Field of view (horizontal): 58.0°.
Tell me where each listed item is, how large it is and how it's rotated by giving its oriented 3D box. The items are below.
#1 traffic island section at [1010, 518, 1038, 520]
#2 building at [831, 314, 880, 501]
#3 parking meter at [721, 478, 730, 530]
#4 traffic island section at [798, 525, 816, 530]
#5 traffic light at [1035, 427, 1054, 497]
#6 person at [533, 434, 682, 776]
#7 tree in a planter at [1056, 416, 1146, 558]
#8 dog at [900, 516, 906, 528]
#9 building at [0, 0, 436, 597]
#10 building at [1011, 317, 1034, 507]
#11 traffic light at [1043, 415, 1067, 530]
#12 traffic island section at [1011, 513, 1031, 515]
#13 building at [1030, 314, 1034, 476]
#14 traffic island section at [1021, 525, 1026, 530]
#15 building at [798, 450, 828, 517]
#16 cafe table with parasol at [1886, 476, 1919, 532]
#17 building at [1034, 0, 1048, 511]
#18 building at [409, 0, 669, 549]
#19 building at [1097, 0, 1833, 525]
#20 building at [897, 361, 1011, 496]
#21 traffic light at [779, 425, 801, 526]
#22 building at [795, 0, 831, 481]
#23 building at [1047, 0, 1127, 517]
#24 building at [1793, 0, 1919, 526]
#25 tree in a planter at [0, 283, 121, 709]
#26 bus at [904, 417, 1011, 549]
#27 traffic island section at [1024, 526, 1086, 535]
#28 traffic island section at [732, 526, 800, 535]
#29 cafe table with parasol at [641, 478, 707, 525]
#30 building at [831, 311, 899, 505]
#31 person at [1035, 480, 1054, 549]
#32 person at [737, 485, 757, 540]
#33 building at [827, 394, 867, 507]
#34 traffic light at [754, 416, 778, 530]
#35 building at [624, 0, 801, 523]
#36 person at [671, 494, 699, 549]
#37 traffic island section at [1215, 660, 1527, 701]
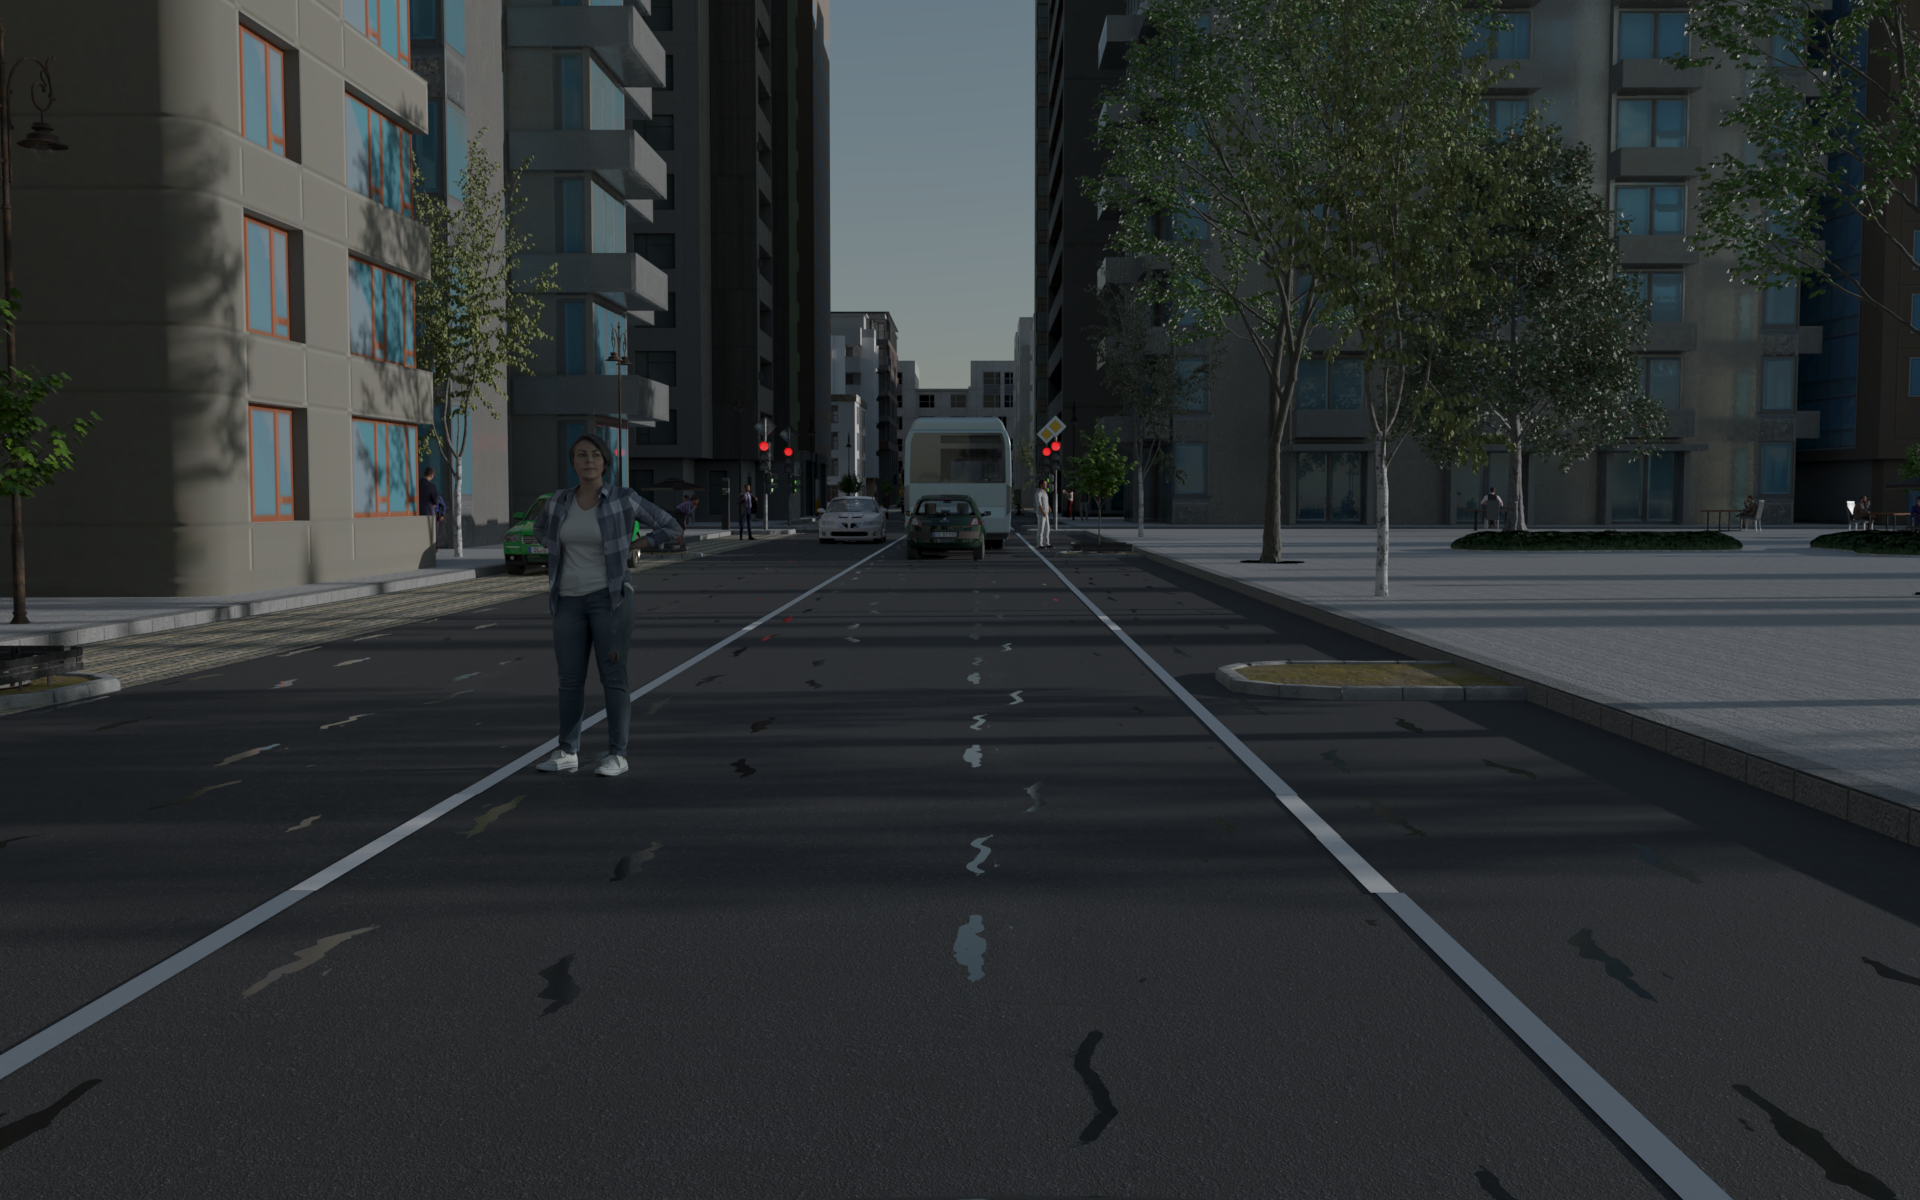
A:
[{"bbox_3d":[3.733,-4.432,95.326,1.991,0.108,1.994,0,4,1],"label":"traffic island section"},{"bbox_3d":[-16.395,-19.765,179.583,16.016,20.091,11.380,0,4,1],"label":"building"},{"bbox_3d":[-8.410,-3.450,62.114,0.255,1.863,0.399,0,4,-1],"label":"parking meter"},{"bbox_3d":[-6.919,-2.924,70.093,2.009,0.180,2.903,0,4,1],"label":"traffic island section"},{"bbox_3d":[3.462,-4.951,69.876,0.839,4.253,0.868,0,4,1],"label":"traffic light"},{"bbox_3d":[-1.877,0.019,8.910,0.841,1.734,0.376,1,4,20],"label":"person"},{"bbox_3d":[3.217,-2.608,39.866,1.991,3.239,1.994,0,4,1],"label":"tree in a planter"},{"bbox_3d":[-2.384,-3.282,72.941,0.406,0.507,0.540,-2,4,-34],"label":"dog"},{"bbox_3d":[-23.181,-10.428,15.538,27.650,21.520,28.899,0,4,1],"label":"building"},{"bbox_3d":[14.380,-19.266,181.458,16.747,18.905,31.486,0,4,1],"label":"building"},{"bbox_3d":[3.387,-4.463,61.892,0.839,4.253,0.868,0,4,1],"label":"traffic light"},{"bbox_3d":[3.994,-6.080,122.269,1.991,0.108,1.994,0,4,1],"label":"traffic island section"},{"bbox_3d":[14.529,-18.538,159.510,16.016,20.091,11.380,0,4,1],"label":"building"},{"bbox_3d":[3.502,-2.918,69.990,2.009,0.180,2.903,0,4,1],"label":"traffic island section"},{"bbox_3d":[-18.837,-40.806,105.431,20.563,71.187,20.611,0,4,1],"label":"building"},{"bbox_3d":[26.388,-2.554,46.617,2.610,1.966,2.610,-3,5,-41],"label":"cafe table with parasol"},{"bbox_3d":[12.848,-27.725,136.895,14.154,41.232,14.086,0,4,1],"label":"building"},{"bbox_3d":[-24.510,-26.267,49.075,30.456,49.044,23.786,0,4,1],"label":"building"},{"bbox_3d":[21.658,-28.147,79.815,30.456,49.044,23.786,0,4,1],"label":"building"},{"bbox_3d":[1.463,-22.706,237.696,31.486,18.905,16.747,0,4,1],"label":"building"},{"bbox_3d":[-6.879,-4.956,69.957,0.839,4.253,0.868,0,4,1],"label":"traffic light"},{"bbox_3d":[-17.342,-29.447,131.566,14.600,45.320,14.200,0,4,1],"label":"building"},{"bbox_3d":[16.414,-29.423,104.765,21.300,48.544,21.600,0,4,1],"label":"building"},{"bbox_3d":[43.940,-25.984,74.947,14.200,45.320,14.600,0,4,1],"label":"building"},{"bbox_3d":[-7.137,-0.910,12.101,1.991,3.239,1.994,0,4,1],"label":"tree in a planter"},{"bbox_3d":[-0.085,-3.263,48.206,2.948,3.499,13.247,0,4,0],"label":"bus"},{"bbox_3d":[3.427,-2.430,62.005,2.009,0.180,2.903,0,4,1],"label":"traffic island section"},{"bbox_3d":[-6.994,-2.436,62.108,2.009,0.180,2.903,0,4,1],"label":"traffic island section"},{"bbox_3d":[-11.801,-4.075,71.496,2.610,1.966,2.610,0,4,4],"label":"cafe table with parasol"},{"bbox_3d":[-24.117,-22.253,207.807,32.646,21.610,27.936,0,4,1],"label":"building"},{"bbox_3d":[2.212,-2.238,45.236,0.789,1.805,0.875,2,4,28],"label":"person"},{"bbox_3d":[-6.570,-2.708,53.599,0.655,1.722,0.431,-3,4,-39],"label":"person"},{"bbox_3d":[-13.097,-13.307,159.720,9.099,9.664,28.070,0,4,1],"label":"building"},{"bbox_3d":[-6.954,-4.468,61.973,0.839,4.253,0.868,0,4,1],"label":"traffic light"},{"bbox_3d":[-15.289,-18.937,81.328,14.160,30.474,14.107,0,4,1],"label":"building"},{"bbox_3d":[-6.895,-1.939,43.431,0.697,1.427,0.421,-1,4,-14],"label":"person"},{"bbox_3d":[2.964,0.602,13.019,1.991,0.108,1.994,0,4,1],"label":"traffic island section"}]
